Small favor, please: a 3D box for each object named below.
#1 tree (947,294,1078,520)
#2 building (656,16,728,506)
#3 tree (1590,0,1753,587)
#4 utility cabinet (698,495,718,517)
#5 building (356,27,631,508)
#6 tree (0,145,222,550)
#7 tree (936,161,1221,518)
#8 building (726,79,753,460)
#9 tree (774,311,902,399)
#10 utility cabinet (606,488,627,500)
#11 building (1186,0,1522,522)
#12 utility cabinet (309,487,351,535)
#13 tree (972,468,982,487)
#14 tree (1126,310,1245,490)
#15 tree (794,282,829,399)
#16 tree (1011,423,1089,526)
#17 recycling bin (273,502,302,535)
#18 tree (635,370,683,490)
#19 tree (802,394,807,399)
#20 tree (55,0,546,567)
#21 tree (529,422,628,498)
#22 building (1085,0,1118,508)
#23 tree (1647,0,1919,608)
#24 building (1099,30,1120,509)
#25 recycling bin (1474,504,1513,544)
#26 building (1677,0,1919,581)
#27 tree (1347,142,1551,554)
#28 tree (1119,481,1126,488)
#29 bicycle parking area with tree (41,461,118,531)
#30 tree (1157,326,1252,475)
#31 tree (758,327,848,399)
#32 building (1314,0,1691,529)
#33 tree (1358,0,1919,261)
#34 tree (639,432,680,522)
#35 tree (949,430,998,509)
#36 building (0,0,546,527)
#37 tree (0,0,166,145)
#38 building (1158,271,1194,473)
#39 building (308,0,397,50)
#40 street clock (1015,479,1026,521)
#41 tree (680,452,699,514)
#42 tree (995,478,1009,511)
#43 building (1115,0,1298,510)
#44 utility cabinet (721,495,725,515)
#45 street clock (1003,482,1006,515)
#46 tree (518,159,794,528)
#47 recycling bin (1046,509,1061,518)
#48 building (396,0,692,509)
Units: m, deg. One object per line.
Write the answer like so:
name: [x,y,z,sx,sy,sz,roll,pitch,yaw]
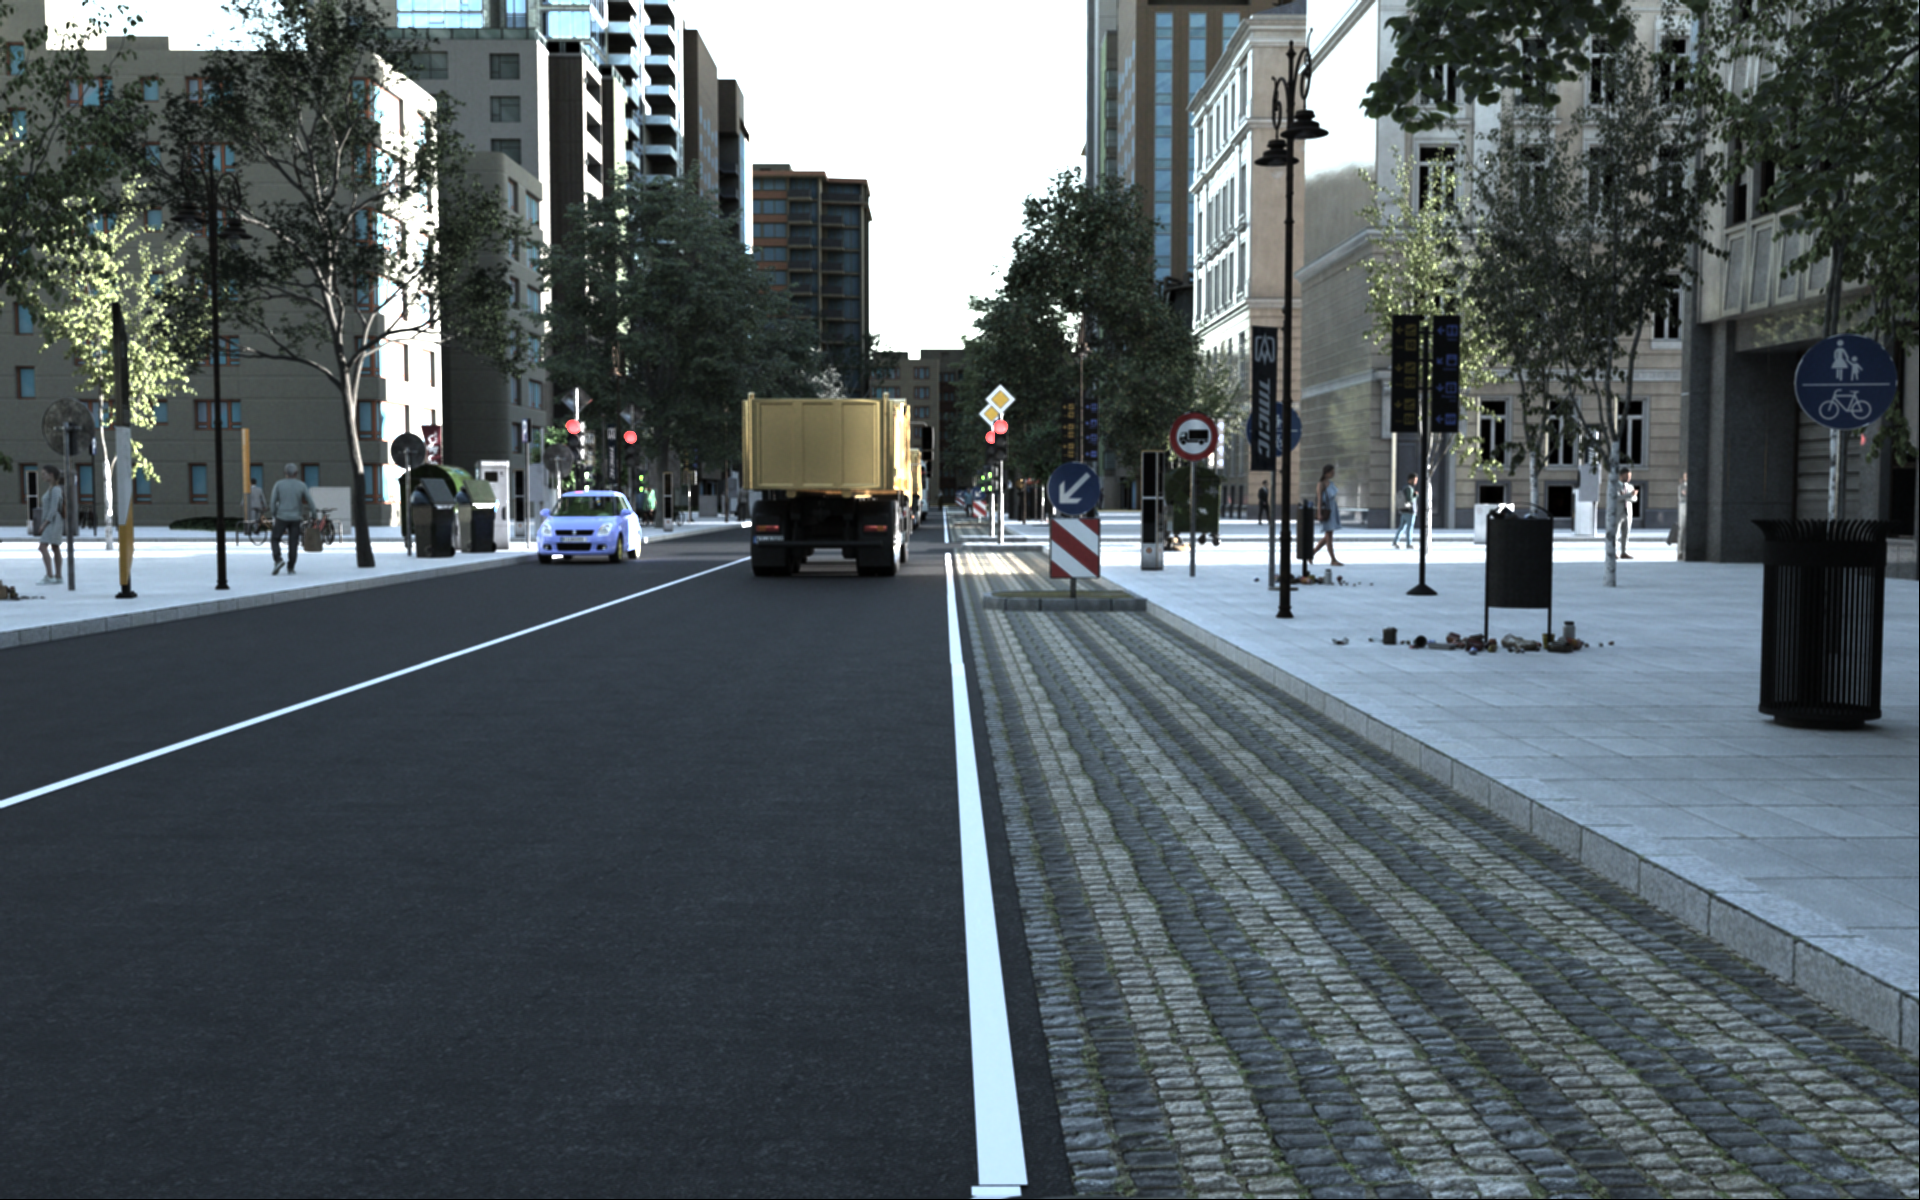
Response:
tree: [3.071,-10.288,86.335,7.486,12.596,7.792,0,3,0]
building: [-30.724,-31.492,165.005,14.600,45.320,14.200,0,4,-1]
tree: [8.989,-4.506,24.042,4.360,8.622,3.978,0,3,0]
utility cabinet: [-14.009,-5.210,96.338,1.020,1.237,0.306,0,4,6]
building: [-29.533,-20.773,111.332,14.160,30.474,14.107,0,4,-1]
tree: [-19.164,-5.438,39.279,4.737,8.622,4.395,0,3,0]
tree: [4.258,-8.733,59.793,9.611,12.733,9.660,0,3,0]
building: [-29.875,-32.654,184.000,14.200,45.320,14.600,0,4,-1]
tree: [-13.111,-19.870,180.762,12.611,20.169,13.585,0,3,0]
utility cabinet: [-13.242,-3.559,66.866,0.318,1.500,1.173,-3,5,-39]
building: [20.392,-18.913,95.132,13.634,28.700,20.117,0,4,-1]
utility cabinet: [-19.686,-2.781,54.155,1.173,1.500,0.318,-2,4,-32]
tree: [1.903,-15.112,197.449,4.360,8.622,3.978,0,3,0]
tree: [8.994,-7.224,68.473,4.737,8.622,4.395,0,3,0]
tree: [-11.081,-11.138,88.761,9.857,13.997,8.962,0,3,0]
tree: [3.736,-5.296,70.305,4.285,4.588,4.351,0,3,0]
recycling bin: [-21.310,-2.589,54.878,0.722,1.027,0.722,0,4,-5]
tree: [-17.549,-9.224,101.180,4.360,8.622,3.978,0,3,0]
tree: [-11.232,-9.818,110.890,4.737,8.622,4.395,0,3,0]
tree: [-10.771,-5.858,30.198,7.601,10.594,8.767,1,4,10]
tree: [-17.102,-5.577,74.891,4.285,4.588,4.351,0,3,0]
building: [23.332,-38.868,177.495,21.231,58.520,28.212,0,4,-1]
tree: [9.432,-4.133,17.938,4.737,8.622,4.395,0,3,0]
building: [19.525,-28.947,156.875,14.154,41.232,14.086,0,4,-1]
recycling bin: [13.635,-1.939,44.250,0.722,1.027,0.722,-3,5,-40]
building: [19.856,-12.513,22.614,12.078,24.808,19.932,0,4,-1]
tree: [10.032,-5.262,36.397,4.737,8.622,4.395,0,3,0]
tree: [10.303,-8.892,95.753,4.737,8.622,4.395,0,3,0]
bicycle parking area with tree: [-33.869,-4.489,60.401,8.231,4.147,9.016,-1,4,-23]
tree: [11.172,-7.731,76.760,4.360,8.622,3.978,0,3,0]
tree: [-12.228,-13.171,125.715,12.009,13.543,11.850,0,3,0]
building: [24.635,-17.322,69.126,20.117,28.700,13.634,0,4,-1]
tree: [4.480,-5.477,7.678,7.486,12.596,7.792,0,3,0]
tree: [-15.447,-5.915,80.420,4.285,4.588,4.351,0,3,0]
tree: [2.727,-12.862,144.712,8.767,10.594,7.601,1,4,20]
building: [-36.844,-14.498,82.083,27.650,21.520,28.899,0,4,-1]
tree: [-10.579,-4.134,17.950,4.737,8.622,4.395,0,3,0]
building: [21.971,-15.414,119.467,16.820,18.784,16.811,0,4,-1]
building: [-51.506,-39.005,179.722,28.212,58.520,21.231,0,4,-1]
street clock: [2.853,-4.719,81.730,0.471,2.002,0.358,1,4,21]
tree: [-18.351,-7.778,110.878,4.285,4.588,4.351,0,3,0]
tree: [3.338,-8.591,135.063,1.663,3.219,1.824,0,3,0]
building: [20.444,-30.081,141.940,14.600,45.320,14.200,0,4,-1]
utility cabinet: [-14.647,-5.901,107.644,0.306,1.237,1.020,0,4,-4]
street clock: [2.538,-6.088,104.110,0.471,2.002,0.358,0,4,-1]
tree: [-11.350,-9.695,65.169,9.857,13.997,8.962,0,3,0]
recycling bin: [4.997,-4.938,93.294,0.722,1.027,0.722,1,4,23]
building: [-33.683,-50.672,141.160,22.319,86.520,31.000,0,4,-1]
